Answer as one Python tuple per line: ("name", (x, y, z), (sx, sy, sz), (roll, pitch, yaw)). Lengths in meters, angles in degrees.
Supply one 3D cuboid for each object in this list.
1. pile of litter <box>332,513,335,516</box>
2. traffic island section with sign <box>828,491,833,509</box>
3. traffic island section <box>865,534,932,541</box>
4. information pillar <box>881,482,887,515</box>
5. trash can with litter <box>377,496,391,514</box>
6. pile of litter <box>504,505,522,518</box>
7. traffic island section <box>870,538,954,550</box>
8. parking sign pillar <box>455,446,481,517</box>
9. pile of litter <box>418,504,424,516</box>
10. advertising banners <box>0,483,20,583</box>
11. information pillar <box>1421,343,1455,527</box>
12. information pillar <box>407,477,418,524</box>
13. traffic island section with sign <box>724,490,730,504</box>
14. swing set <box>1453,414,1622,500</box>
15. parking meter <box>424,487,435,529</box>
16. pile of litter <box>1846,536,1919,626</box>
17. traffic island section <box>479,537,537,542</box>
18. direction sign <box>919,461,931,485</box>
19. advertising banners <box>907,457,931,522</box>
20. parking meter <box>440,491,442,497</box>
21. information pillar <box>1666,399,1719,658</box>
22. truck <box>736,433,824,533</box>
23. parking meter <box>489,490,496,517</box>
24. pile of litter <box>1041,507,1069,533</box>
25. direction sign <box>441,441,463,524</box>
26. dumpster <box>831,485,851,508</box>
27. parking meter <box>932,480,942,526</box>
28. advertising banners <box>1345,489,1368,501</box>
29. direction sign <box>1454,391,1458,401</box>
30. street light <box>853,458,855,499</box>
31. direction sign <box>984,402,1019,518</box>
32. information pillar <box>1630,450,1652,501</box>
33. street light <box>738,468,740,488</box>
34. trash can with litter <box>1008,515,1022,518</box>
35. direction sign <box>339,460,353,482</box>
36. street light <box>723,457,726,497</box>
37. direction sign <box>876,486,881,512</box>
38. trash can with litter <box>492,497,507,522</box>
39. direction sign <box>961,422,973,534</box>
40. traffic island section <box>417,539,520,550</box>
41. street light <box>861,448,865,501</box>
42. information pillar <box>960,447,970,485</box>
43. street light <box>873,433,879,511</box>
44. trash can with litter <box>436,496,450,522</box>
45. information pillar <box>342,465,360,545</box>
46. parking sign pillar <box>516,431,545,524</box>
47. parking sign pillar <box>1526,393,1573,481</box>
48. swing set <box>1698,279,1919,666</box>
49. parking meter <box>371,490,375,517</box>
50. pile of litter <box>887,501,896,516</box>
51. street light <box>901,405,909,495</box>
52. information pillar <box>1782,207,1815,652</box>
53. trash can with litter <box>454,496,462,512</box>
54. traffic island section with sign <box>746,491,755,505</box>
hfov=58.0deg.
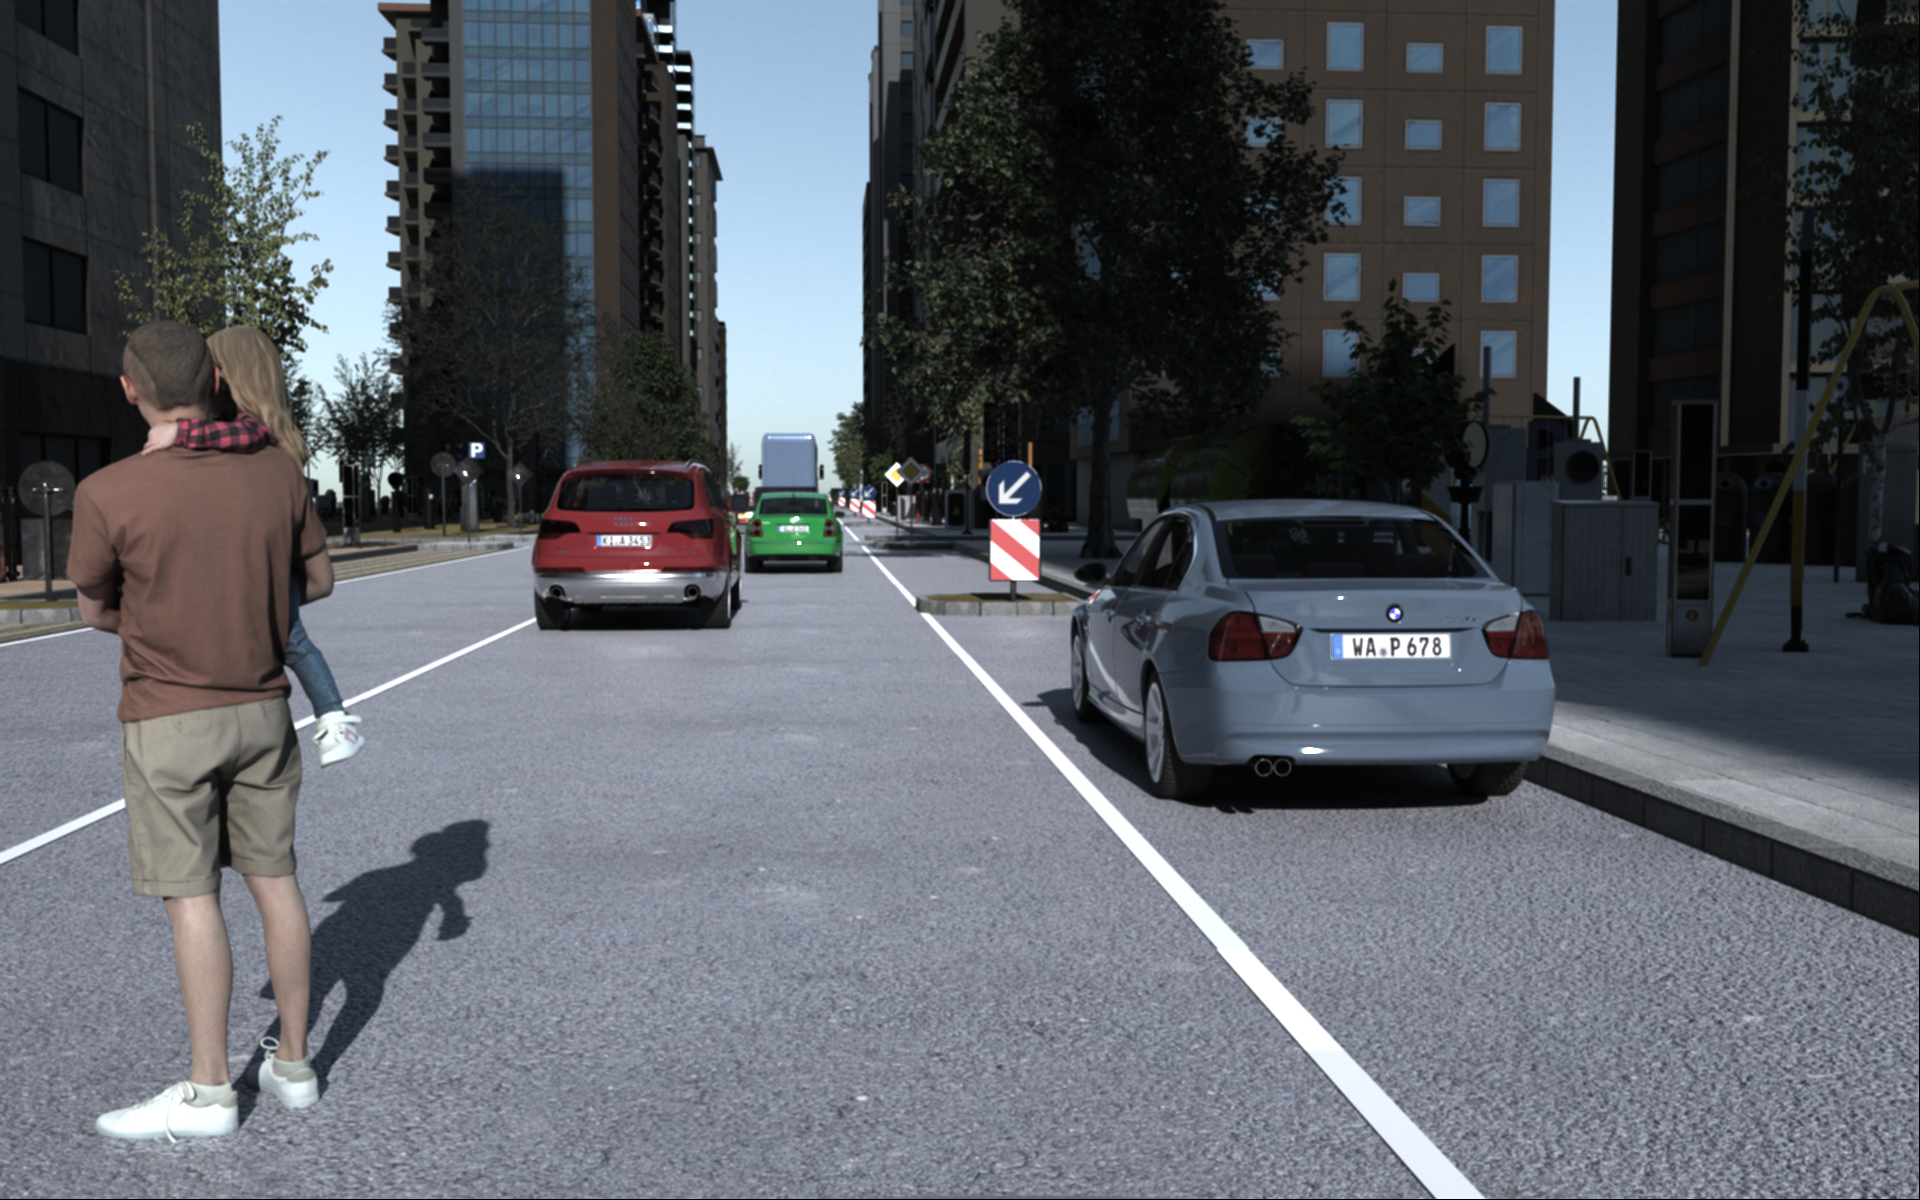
("pile of litter", (-37.705, -5.397, 102.199), (1.719, 0.858, 1.176), (0, 4, 8))
("traffic island section with sign", (-10.604, -8.872, 153.688), (1.989, 1.847, 2.006), (0, 4, -5))
("traffic island section", (-1.944, -1.946, 54.104), (2.009, 0.180, 2.903), (0, 4, -5))
("information pillar", (-4.611, -6.158, 105.170), (0.304, 2.012, 0.304), (-1, 4, -14))
("trash can with litter", (-36.400, -5.993, 109.371), (0.624, 1.170, 1.055), (1, 4, 10))
("pile of litter", (-23.677, -4.784, 92.183), (1.719, 0.858, 1.176), (-2, 4, -29))
("traffic island section", (-1.278, -1.460, 46.147), (2.009, 0.180, 2.903), (0, 4, -5))
("parking sign pillar", (-27.405, -6.605, 96.459), (1.447, 3.967, 1.447), (0, 4, -2))
("pile of litter", (-31.663, -5.364, 101.668), (1.176, 0.858, 1.719), (-1, 4, -11))
("advertising banners", (-13.896, -1.765, 25.046), (0.090, 3.025, 2.074), (-1, 4, -18))
("information pillar", (7.487, -2.186, 27.099), (0.504, 3.616, 0.183), (2, 4, 30))
("information pillar", (-23.718, -4.314, 75.030), (0.304, 2.012, 0.304), (2, 4, 29))
("traffic island section with sign", (-24.069, -10.440, 179.327), (1.989, 1.847, 2.006), (0, 4, -5))
("swing set", (11.534, -2.256, 34.513), (3.119, 2.851, 2.862), (-1, 4, -22))
("parking meter", (-19.407, -3.359, 63.326), (0.372, 1.533, 0.369), (0, 3, 0))
("pile of litter", (9.634, -0.216, 17.502), (1.176, 0.858, 1.719), (2, 4, 24))
("traffic island section", (-13.495, -1.888, 53.146), (2.009, 0.180, 2.903), (0, 4, -5))
("direction sign", (-2.399, -7.770, 119.038), (0.876, 3.537, 0.379), (1, 4, 19))
("advertising banners", (-1.924, -5.172, 80.752), (0.090, 3.025, 2.074), (-2, 4, -32))
("parking meter", (-36.379, -6.936, 121.817), (0.372, 1.533, 0.369), (0, 3, 0))
("information pillar", (5.760, -0.559, 13.635), (0.304, 2.012, 0.304), (1, 4, 15))
("truck", (-7.280, -4.969, 70.995), (2.967, 4.110, 18.799), (0, 4, -3))
("parking meter", (-26.372, -5.465, 97.761), (0.372, 1.533, 0.369), (0, 3, 0))
("pile of litter", (2.928, -2.696, 58.037), (1.719, 0.858, 1.176), (-2, 4, -26))
("direction sign", (-21.826, -5.048, 74.535), (0.876, 3.537, 0.379), (-1, 4, -15))
("dumpster", (-11.403, -9.844, 165.904), (1.985, 2.255, 1.502), (0, 4, -4))
("parking meter", (-0.923, -3.911, 69.661), (0.255, 1.863, 0.399), (-3, 5, -45))
("advertising banners", (8.658, -2.757, 41.261), (2.074, 3.025, 0.090), (1, 4, 12))
("direction sign", (10.521, -2.811, 37.952), (0.876, 3.537, 0.379), (-2, 4, -24))
("street light", (-12.556, -14.195, 204.876), (0.468, 5.910, 1.993), (0, 4, -5))
("direction sign", (1.011, -3.102, 42.722), (0.876, 3.537, 0.379), (1, 4, 14))
("information pillar", (11.422, -1.504, 29.088), (0.304, 2.012, 0.304), (1, 4, 15))
("street light", (-32.067, -17.041, 251.414), (0.468, 5.910, 1.993), (0, 4, -5))
("trash can with litter", (2.159, -2.972, 59.972), (1.055, 1.170, 0.624), (0, 4, 5))
("direction sign", (-41.169, -7.600, 116.251), (0.876, 3.537, 0.379), (-1, 4, -16))
("street light", (-28.891, -14.662, 212.503), (0.468, 5.910, 1.993), (0, 4, -5))
("direction sign", (-5.948, -8.222, 126.428), (0.379, 3.537, 0.876), (3, 5, 43))
("trash can with litter", (-20.749, -4.108, 78.557), (1.055, 1.170, 0.624), (3, 4, 37))
("direction sign", (0.230, -3.861, 55.129), (0.379, 3.537, 0.876), (1, 4, 12))
("traffic island section", (-12.829, -1.401, 45.188), (2.009, 0.180, 2.903), (0, 4, -5))
("street light", (-9.223, -11.763, 165.104), (0.468, 5.910, 1.993), (0, 4, -5))
("information pillar", (0.228, -5.085, 74.492), (0.504, 3.616, 0.183), (3, 5, 41))
("street light", (-6.220, -9.534, 128.661), (0.468, 5.910, 1.993), (0, 4, -5))
("trash can with litter", (-23.946, -4.214, 80.283), (0.624, 1.170, 1.055), (-1, 4, -15))
("information pillar", (-15.300, -2.387, 43.513), (0.304, 2.012, 0.304), (0, 4, 4))
("parking sign pillar", (-18.472, -5.287, 74.908), (1.447, 3.967, 1.447), (-3, 5, -44))
("parking sign pillar", (15.610, -3.499, 45.684), (1.447, 3.967, 1.447), (-3, 4, -38))
("swing set", (7.138, -0.851, 11.530), (2.862, 2.851, 3.119), (0, 4, -8))
("parking meter", (-32.755, -5.383, 96.421), (0.372, 1.533, 0.369), (0, 3, 0))
("pile of litter", (-3.632, -5.308, 100.750), (1.176, 0.858, 1.719), (-2, 4, -29))
("street light", (-2.871, -7.147, 89.645), (0.468, 5.910, 1.993), (0, 4, -5))
("information pillar", (6.820, -1.387, 14.032), (0.183, 3.616, 0.504), (2, 4, 27))
("trash can with litter", (-35.917, -6.863, 123.604), (1.055, 1.170, 0.624), (-1, 4, -9))
("traffic island section with sign", (-30.976, -15.496, 261.980), (1.989, 1.847, 2.006), (0, 4, -5))
